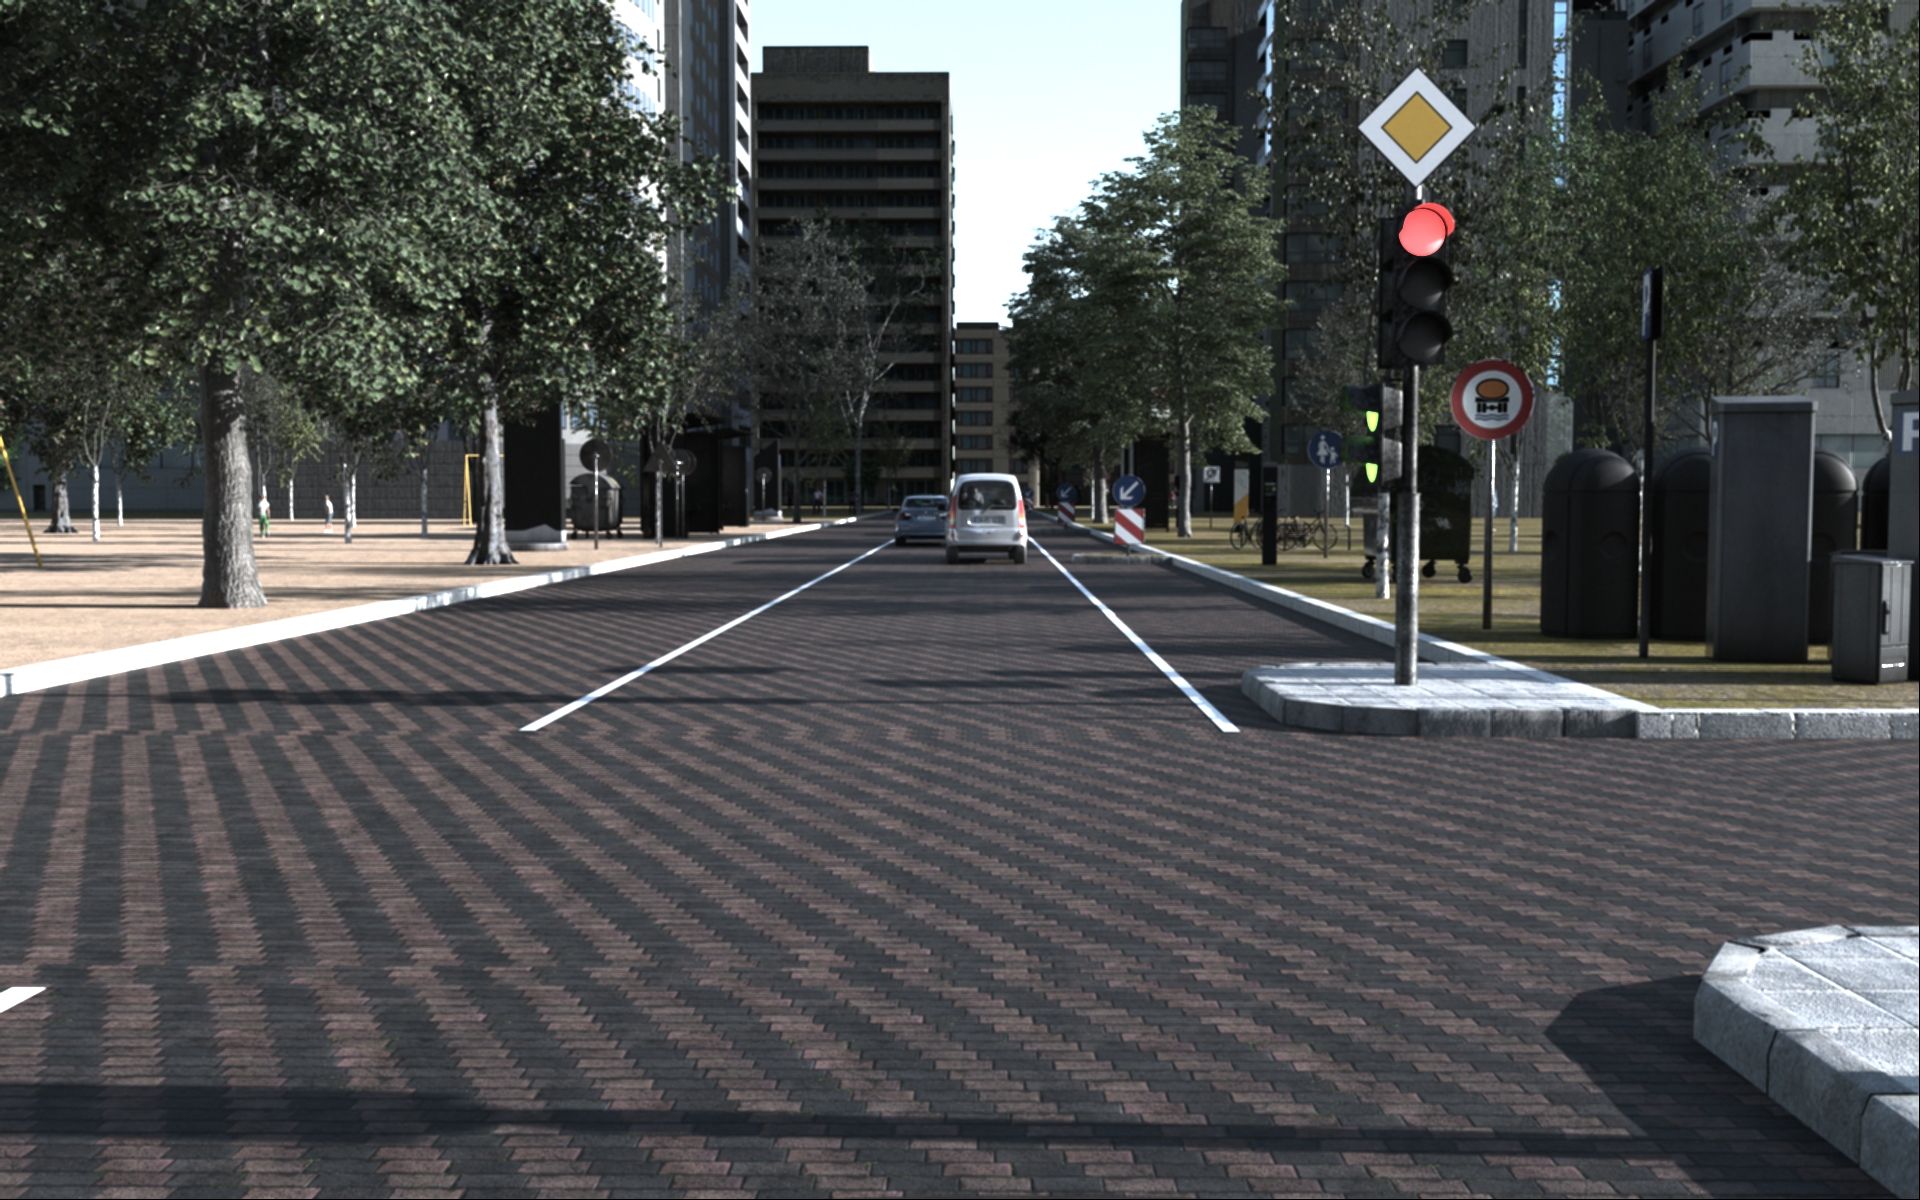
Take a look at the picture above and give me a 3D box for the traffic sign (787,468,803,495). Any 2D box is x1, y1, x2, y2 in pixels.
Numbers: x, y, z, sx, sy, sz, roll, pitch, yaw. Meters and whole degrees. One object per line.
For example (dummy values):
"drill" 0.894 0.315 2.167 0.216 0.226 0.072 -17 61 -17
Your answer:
"traffic sign" -7.928 -5.085 83.243 0.768 2.556 0.104 1 4 9

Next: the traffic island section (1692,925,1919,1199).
"traffic island section" 2.919 1.137 3.689 2.009 0.180 2.903 0 4 1

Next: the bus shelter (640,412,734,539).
"bus shelter" -8.281 -3.750 52.596 1.731 3.624 6.357 0 4 1

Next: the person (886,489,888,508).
"person" -6.852 -9.529 162.672 0.721 1.723 1.217 -1 4 -10

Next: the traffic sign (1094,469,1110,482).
"traffic sign" 6.938 -5.174 84.697 0.768 2.556 0.104 0 4 4

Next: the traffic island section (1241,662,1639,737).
"traffic island section" 3.027 0.649 11.673 2.009 0.180 2.903 0 4 1

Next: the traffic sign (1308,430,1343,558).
"traffic sign" 7.341 -2.115 34.681 0.768 2.556 0.104 0 4 7

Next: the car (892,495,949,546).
"car" -0.944 -2.272 49.153 2.014 1.417 4.499 0 4 0

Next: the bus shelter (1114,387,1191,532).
"bus shelter" 6.781 -5.197 62.599 2.179 5.291 8.768 0 4 1

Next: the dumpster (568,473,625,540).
"dumpster" -10.356 -2.666 49.340 1.264 1.857 1.865 0 4 1

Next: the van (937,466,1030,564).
"van" 0.520 -1.833 36.984 2.013 2.044 4.112 0 4 -1

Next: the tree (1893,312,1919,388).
"tree" 30.448 -6.195 51.644 4.360 8.622 3.978 0 3 0

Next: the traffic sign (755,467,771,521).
"traffic sign" -9.297 -5.002 81.887 0.768 2.556 0.104 0 4 5

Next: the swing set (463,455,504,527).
"swing set" -18.216 -4.397 69.513 3.119 2.851 2.862 -1 4 -21

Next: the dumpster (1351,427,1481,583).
"dumpster" 6.733 -1.415 25.632 1.502 2.255 1.985 0 4 1

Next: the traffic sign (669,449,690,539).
"traffic sign" -8.007 -2.989 48.976 0.768 2.556 0.104 0 4 4

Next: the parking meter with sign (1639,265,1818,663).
"parking meter with sign" 6.154 -1.040 13.268 1.738 3.016 0.543 1 4 14

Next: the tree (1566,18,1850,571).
"tree" 11.485 -4.809 28.988 4.737 8.622 4.395 0 3 0

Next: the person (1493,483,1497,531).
"person" 18.474 -3.302 60.288 0.793 1.790 0.793 0 4 -7

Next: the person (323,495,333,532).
"person" -21.129 -2.884 57.888 0.352 1.250 0.332 1 4 19

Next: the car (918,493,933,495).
"car" -2.942 -8.420 146.459 1.959 1.807 4.718 0 4 0

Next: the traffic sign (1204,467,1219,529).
"traffic sign" 9.319 -3.801 64.278 0.606 2.300 0.079 0 4 3

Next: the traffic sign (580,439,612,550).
"traffic sign" -8.408 -2.438 39.967 0.768 2.556 0.104 0 4 6

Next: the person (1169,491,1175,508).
"person" 20.367 -9.645 166.909 0.721 1.743 1.217 -2 4 -32

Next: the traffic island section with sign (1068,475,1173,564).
"traffic island section with sign" 3.366 -1.691 36.270 1.989 1.847 2.006 0 4 1

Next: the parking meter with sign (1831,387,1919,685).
"parking meter with sign" 6.820 -0.965 12.038 1.738 3.016 0.543 -2 4 -29

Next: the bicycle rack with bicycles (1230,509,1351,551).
"bicycle rack with bicycles" 7.557 -1.637 40.143 2.925 0.926 2.852 -1 4 -22

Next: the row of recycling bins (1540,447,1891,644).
"row of recycling bins" 7.012 -0.501 15.301 3.534 1.692 1.069 1 4 12

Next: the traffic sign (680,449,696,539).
"traffic sign" -7.875 -3.000 49.164 0.768 2.556 0.104 0 4 5

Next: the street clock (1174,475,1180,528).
"street clock" 8.416 -3.785 66.454 0.358 2.002 0.471 -1 4 -16

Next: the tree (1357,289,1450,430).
"tree" 12.233 -5.401 38.676 4.737 8.622 4.395 0 3 0

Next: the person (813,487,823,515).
"person" -8.973 -6.225 108.754 0.756 1.711 0.436 3 5 40

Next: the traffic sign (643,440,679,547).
"traffic sign" -7.193 -2.544 41.596 0.884 2.594 0.081 0 4 6

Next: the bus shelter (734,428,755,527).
"bus shelter" -8.827 -4.452 64.078 1.731 3.624 6.357 0 4 1

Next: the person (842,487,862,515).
"person" -6.676 -6.142 107.155 1.217 1.739 0.721 0 4 -3

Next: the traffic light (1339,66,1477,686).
"traffic light" 2.987 -1.385 11.560 0.839 4.253 0.868 0 4 1

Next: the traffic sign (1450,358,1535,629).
"traffic sign" 5.010 -0.995 16.382 0.768 2.556 0.104 1 4 9

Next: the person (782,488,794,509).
"person" -14.728 -8.795 149.784 1.348 1.831 0.705 1 4 9

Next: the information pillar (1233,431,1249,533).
"information pillar" 9.307 -4.037 57.358 0.504 3.616 0.183 1 4 14

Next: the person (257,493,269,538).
"person" -20.396 -2.474 50.735 0.306 1.304 0.590 -2 4 -33

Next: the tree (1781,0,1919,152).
"tree" 11.437 -4.323 21.036 4.737 8.622 4.395 0 3 0

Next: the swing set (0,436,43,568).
"swing set" -17.642 -1.908 28.811 3.119 2.851 2.862 0 4 5

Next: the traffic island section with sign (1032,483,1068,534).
"traffic island section with sign" 3.729 -3.339 63.222 1.989 1.847 2.006 0 4 1

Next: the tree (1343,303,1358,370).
"tree" 14.740 -6.515 56.885 4.737 8.622 4.395 0 3 0

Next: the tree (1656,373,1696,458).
"tree" 32.091 -8.009 81.307 4.360 8.622 3.978 0 3 0

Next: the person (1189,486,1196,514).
"person" 15.227 -6.607 114.149 0.705 1.814 1.350 2 4 26

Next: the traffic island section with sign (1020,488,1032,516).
"traffic island section with sign" 4.409 -6.464 114.306 1.989 1.847 2.006 0 4 1
